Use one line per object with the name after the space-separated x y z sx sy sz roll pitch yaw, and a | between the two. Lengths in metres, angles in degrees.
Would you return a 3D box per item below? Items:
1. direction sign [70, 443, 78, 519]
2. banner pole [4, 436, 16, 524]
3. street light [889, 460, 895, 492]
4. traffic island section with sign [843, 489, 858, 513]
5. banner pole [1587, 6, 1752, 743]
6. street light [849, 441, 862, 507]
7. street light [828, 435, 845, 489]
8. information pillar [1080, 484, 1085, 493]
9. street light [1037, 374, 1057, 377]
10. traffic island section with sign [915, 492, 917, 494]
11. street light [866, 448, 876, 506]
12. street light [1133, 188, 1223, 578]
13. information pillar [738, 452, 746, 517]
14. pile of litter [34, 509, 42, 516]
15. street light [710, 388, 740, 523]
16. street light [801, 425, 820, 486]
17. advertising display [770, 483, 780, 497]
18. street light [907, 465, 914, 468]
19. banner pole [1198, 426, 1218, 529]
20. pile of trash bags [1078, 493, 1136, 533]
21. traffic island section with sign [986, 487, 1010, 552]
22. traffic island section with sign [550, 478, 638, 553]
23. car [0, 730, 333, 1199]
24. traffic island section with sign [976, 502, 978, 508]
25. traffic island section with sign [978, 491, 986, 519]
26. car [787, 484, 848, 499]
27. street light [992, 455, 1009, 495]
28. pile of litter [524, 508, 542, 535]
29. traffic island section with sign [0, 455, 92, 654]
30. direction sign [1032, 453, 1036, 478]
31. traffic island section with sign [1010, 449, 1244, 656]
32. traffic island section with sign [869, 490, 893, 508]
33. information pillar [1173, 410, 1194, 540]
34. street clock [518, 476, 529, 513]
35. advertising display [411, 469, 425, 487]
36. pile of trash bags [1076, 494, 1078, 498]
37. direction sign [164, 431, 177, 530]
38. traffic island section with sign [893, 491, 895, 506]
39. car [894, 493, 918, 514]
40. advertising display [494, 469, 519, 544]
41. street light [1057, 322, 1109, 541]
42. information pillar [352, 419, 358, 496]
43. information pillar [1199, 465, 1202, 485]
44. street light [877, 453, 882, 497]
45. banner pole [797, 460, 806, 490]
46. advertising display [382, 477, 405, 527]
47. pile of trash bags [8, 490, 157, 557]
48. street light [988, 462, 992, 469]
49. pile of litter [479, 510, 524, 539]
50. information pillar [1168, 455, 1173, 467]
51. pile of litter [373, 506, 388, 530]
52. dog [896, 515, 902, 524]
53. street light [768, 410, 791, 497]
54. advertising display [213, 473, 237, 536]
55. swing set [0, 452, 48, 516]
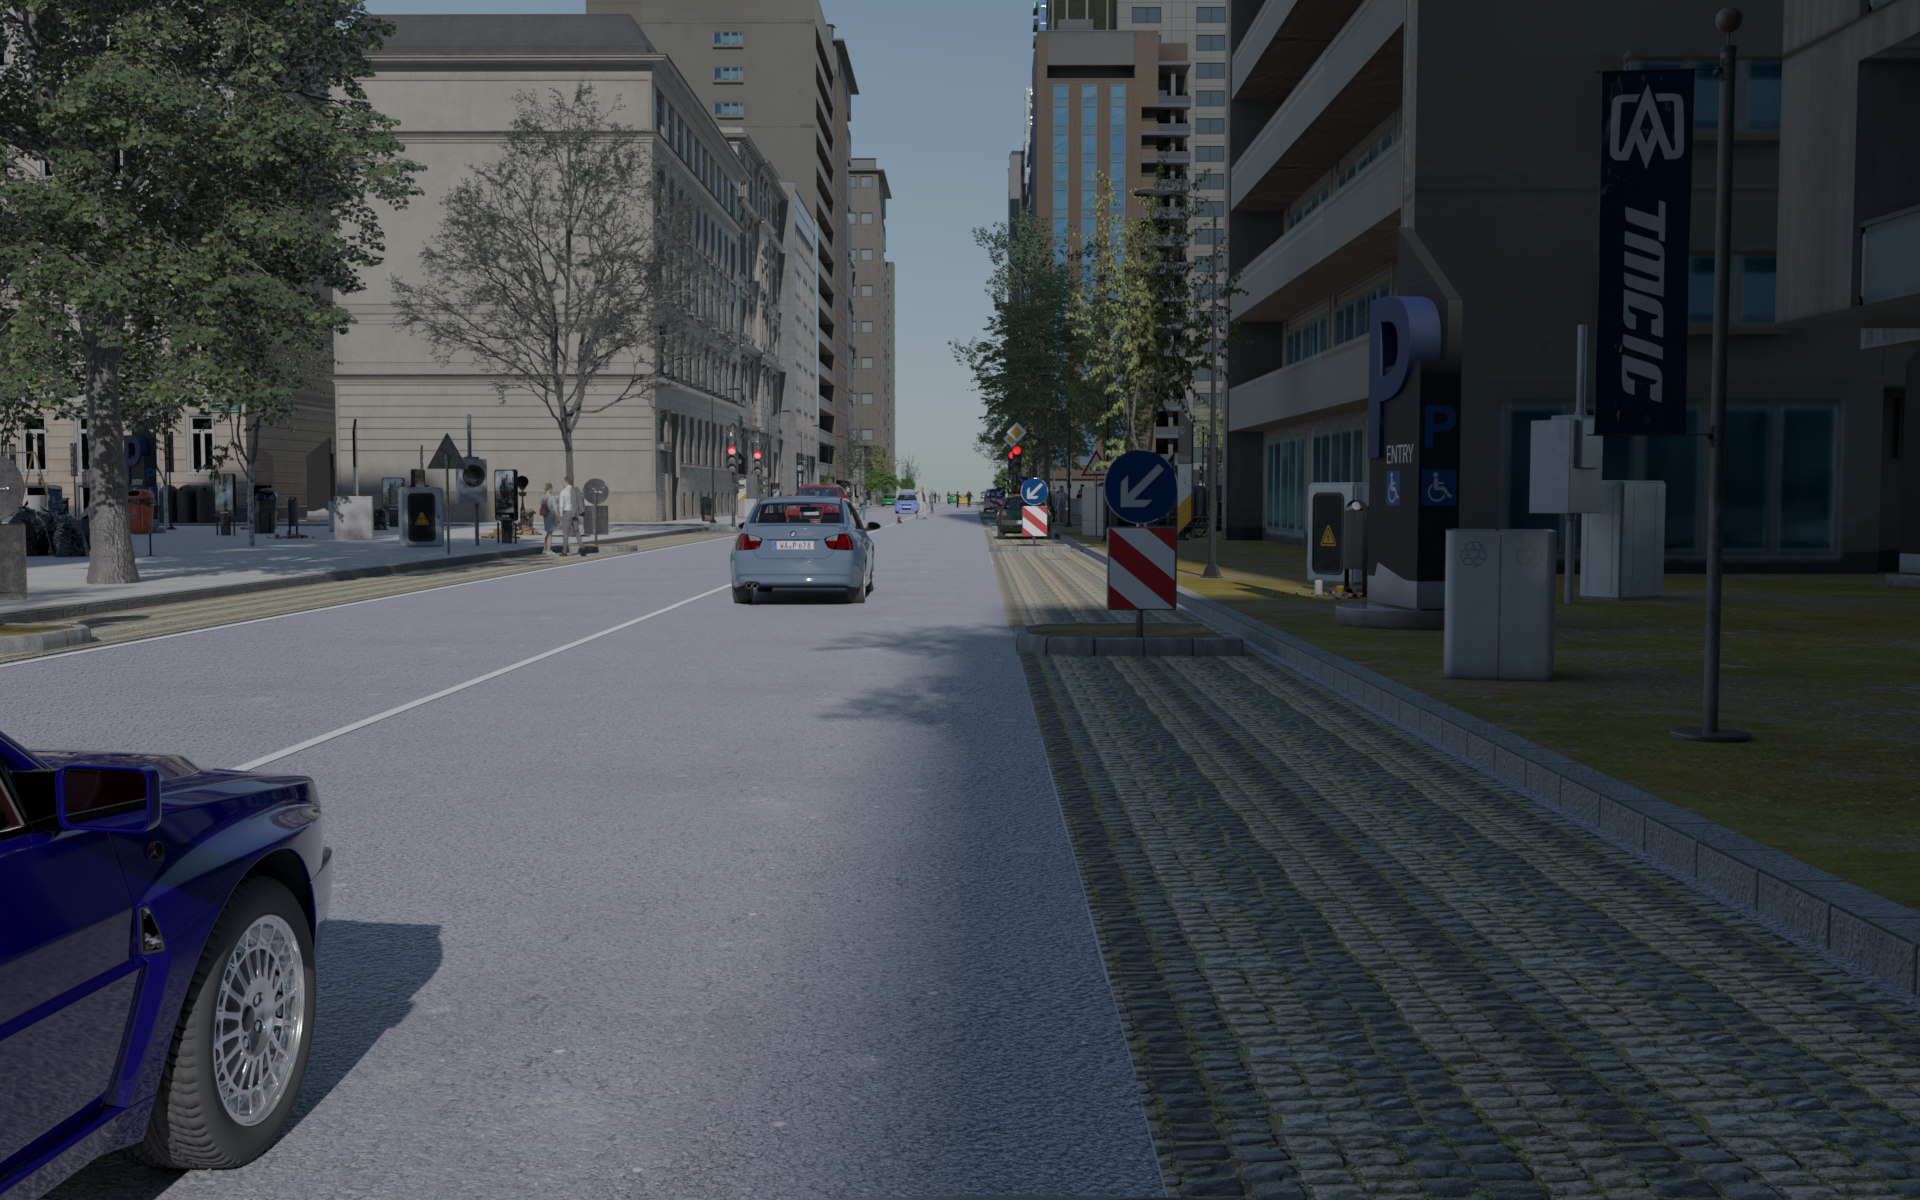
-39.212 -5.181 76.703 0.379 3.537 0.876 -3 5 -43 | direction sign
-41.308 -5.221 75.379 0.401 3.779 0.863 0 4 7 | banner pole
-9.136 -14.781 214.210 1.470 5.913 1.316 0 4 0 | street light
-8.451 -7.164 125.761 1.989 1.847 2.006 0 4 0 | traffic island section with sign
3.724 -1.163 9.040 0.863 3.779 0.401 0 4 7 | banner pole
-9.651 -10.990 152.224 1.470 5.913 1.316 0 4 0 | street light
-9.838 -10.071 137.202 1.470 5.913 1.316 0 4 0 | street light
9.026 -7.543 127.824 0.304 2.012 0.304 0 4 -4 | information pillar
3.685 -5.778 67.008 1.470 5.913 1.316 0 4 0 | street light
-7.224 -16.920 285.273 1.989 1.847 2.006 0 4 0 | traffic island section with sign
-9.465 -12.291 173.504 1.470 5.913 1.316 0 4 0 | street light
3.328 -3.297 26.447 1.470 5.913 1.316 0 4 0 | street light
-11.968 -6.337 94.969 0.504 3.616 0.183 1 4 23 | information pillar
-26.677 -2.185 49.686 1.719 0.858 1.176 -2 4 -35 | pile of litter
-10.272 -6.308 75.670 1.470 5.913 1.316 0 4 0 | street light
-10.085 -8.790 116.259 1.470 5.913 1.316 0 4 0 | street light
-10.595 -5.754 99.289 0.123 1.923 0.974 1 4 21 | advertising display
-8.514 -19.799 296.254 1.470 5.913 1.316 0 4 0 | street light
9.162 -4.519 63.909 0.863 3.779 0.401 3 4 38 | banner pole
4.908 -2.810 55.691 1.912 1.369 3.447 0 4 1 | pile of trash bags
1.722 -2.110 43.125 1.989 1.847 2.006 0 4 0 | traffic island section with sign
-9.103 -2.105 43.042 1.989 1.847 2.006 0 4 0 | traffic island section with sign
-2.391 0.612 2.567 1.945 1.354 3.894 0 4 2 | car
2.352 -7.147 125.482 1.989 1.847 2.006 0 4 0 | traffic island section with sign
2.146 -5.477 98.169 1.989 1.847 2.006 0 4 0 | traffic island section with sign
-5.243 -3.423 64.634 2.281 1.827 5.304 0 4 2 | car
4.833 -14.329 206.814 1.470 5.913 1.316 0 4 0 | street light
-13.730 -2.463 54.232 1.176 0.858 1.719 -3 4 -39 | pile of litter
-9.310 -0.456 16.087 1.989 1.847 2.006 0 4 0 | traffic island section with sign
4.108 -6.357 95.939 0.379 3.537 0.876 1 4 14 | direction sign
1.509 -0.461 16.171 1.989 1.847 2.006 0 4 0 | traffic island section with sign
-8.086 -10.138 174.389 1.989 1.847 2.006 0 4 0 | traffic island section with sign
6.233 -3.462 47.962 0.504 3.616 0.183 3 5 45 | information pillar
-17.079 -3.856 67.623 0.471 2.002 0.358 0 4 -7 | street clock
-14.007 -2.422 44.808 0.123 1.923 0.974 0 4 -3 | advertising display
9.828 -6.935 123.147 3.447 1.369 1.912 2 4 29 | pile of trash bags
-28.390 -4.296 62.234 0.379 3.537 0.876 0 4 -6 | direction sign
-7.871 -11.823 201.939 1.989 1.847 2.006 0 4 0 | traffic island section with sign
-3.905 -7.199 127.291 1.945 1.707 3.694 0 4 -1 | car
-11.800 -2.437 45.054 0.974 1.923 0.123 3 5 44 | advertising display
3.456 -4.546 46.870 1.470 5.913 1.316 0 4 0 | street light
-18.767 -3.818 53.787 0.183 3.616 0.504 -1 4 -12 | information pillar
19.191 -8.943 137.578 0.183 3.616 0.504 -3 5 -39 | information pillar
-9.449 -13.549 194.072 1.470 5.913 1.316 0 4 0 | street light
-11.437 -8.305 125.803 0.863 3.779 0.401 -1 4 -17 | banner pole
-22.034 -3.802 67.383 0.974 1.923 0.123 1 4 16 | advertising display
-18.185 -1.608 36.050 3.447 1.369 1.912 1 4 17 | pile of trash bags
5.130 -16.953 249.717 1.470 5.913 1.316 0 4 0 | street light
-13.326 -2.211 50.111 1.176 0.858 1.719 -1 4 -13 | pile of litter
12.045 -6.564 98.676 0.183 3.616 0.504 -3 4 -39 | information pillar
-20.989 -2.929 61.849 1.176 0.858 1.719 0 4 -4 | pile of litter
-3.028 -3.911 84.131 0.550 0.427 0.748 2 4 29 | dog
-10.056 -7.539 95.808 1.470 5.913 1.316 0 4 0 | street light
-22.783 -2.965 53.698 0.974 1.923 0.123 2 4 32 | advertising display
-35.690 -4.059 63.980 3.119 2.851 2.862 0 3 0 | swing set
